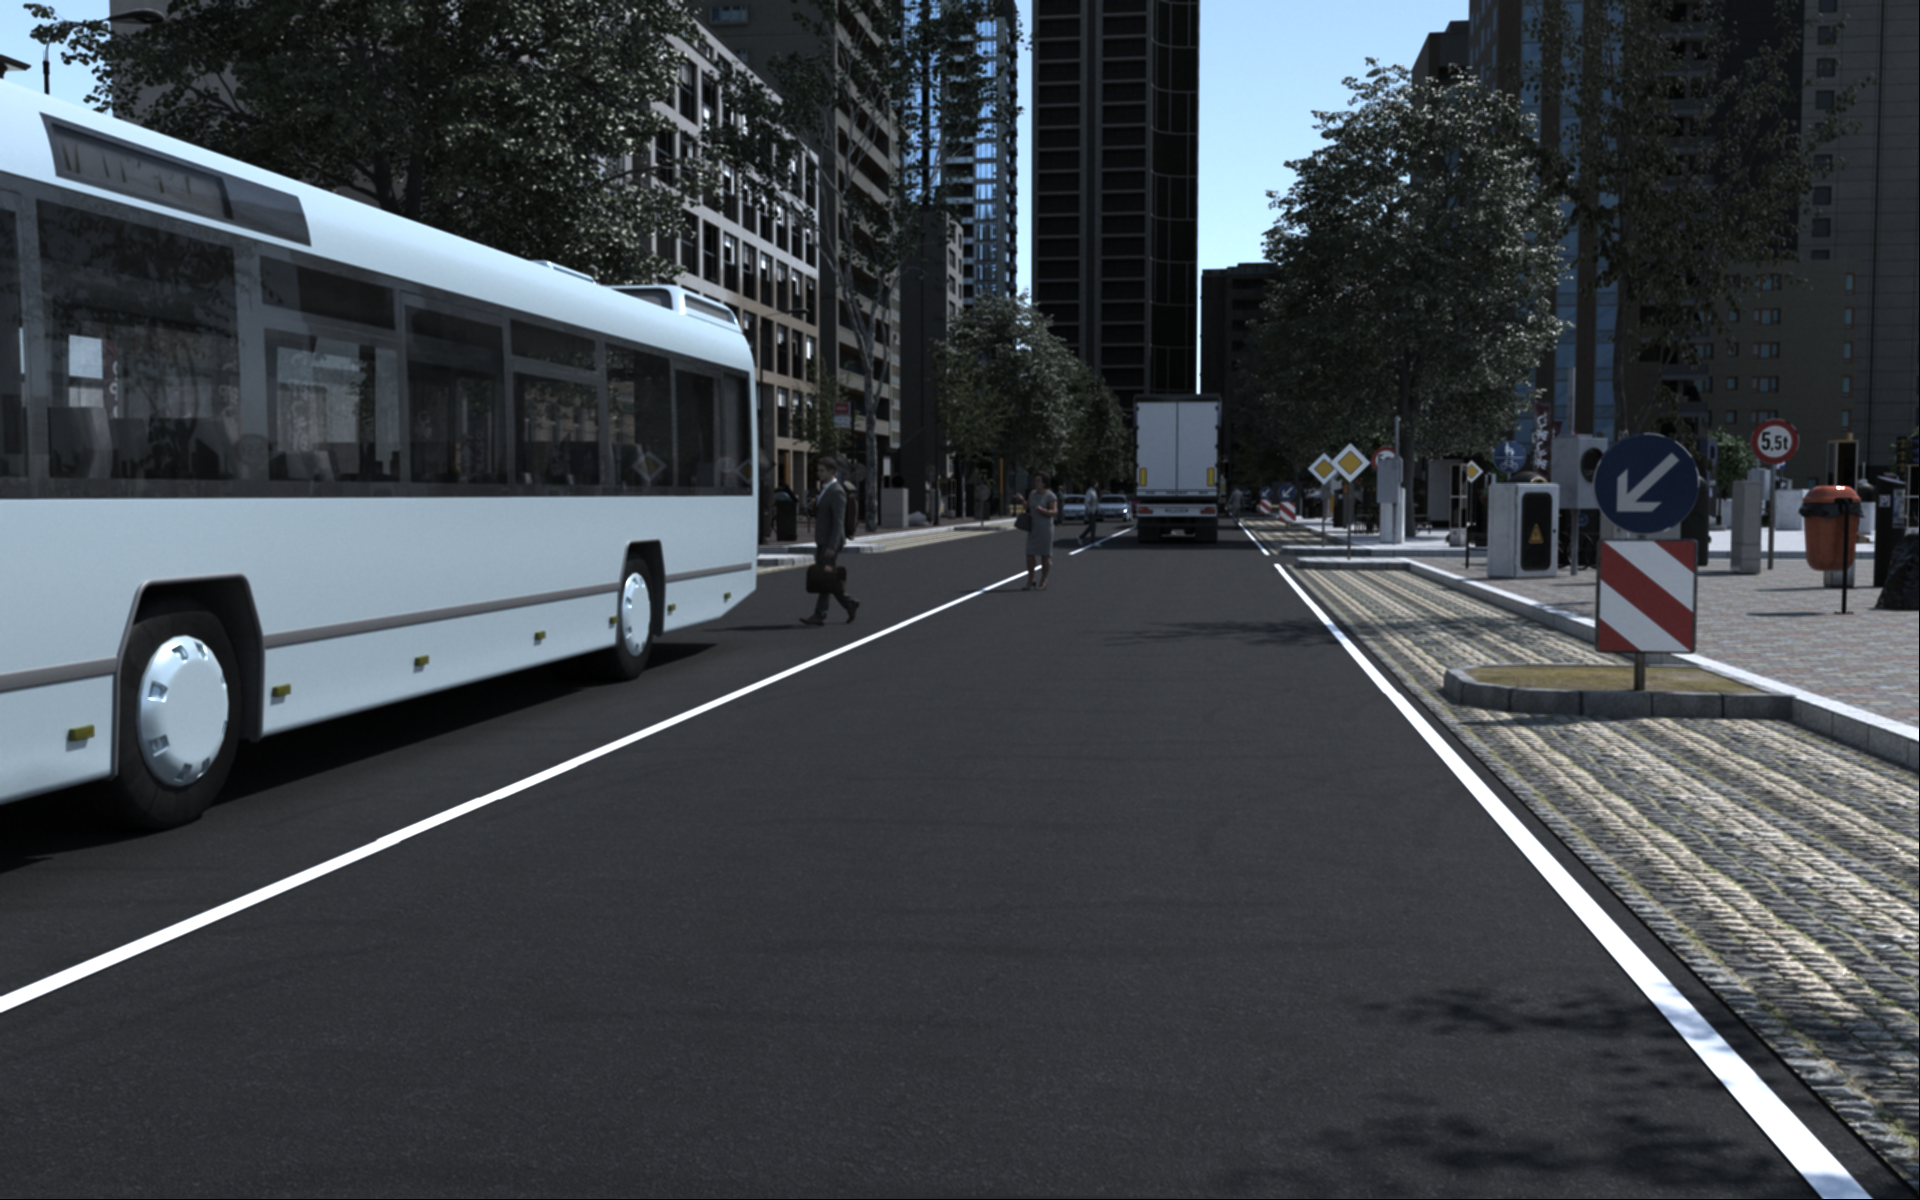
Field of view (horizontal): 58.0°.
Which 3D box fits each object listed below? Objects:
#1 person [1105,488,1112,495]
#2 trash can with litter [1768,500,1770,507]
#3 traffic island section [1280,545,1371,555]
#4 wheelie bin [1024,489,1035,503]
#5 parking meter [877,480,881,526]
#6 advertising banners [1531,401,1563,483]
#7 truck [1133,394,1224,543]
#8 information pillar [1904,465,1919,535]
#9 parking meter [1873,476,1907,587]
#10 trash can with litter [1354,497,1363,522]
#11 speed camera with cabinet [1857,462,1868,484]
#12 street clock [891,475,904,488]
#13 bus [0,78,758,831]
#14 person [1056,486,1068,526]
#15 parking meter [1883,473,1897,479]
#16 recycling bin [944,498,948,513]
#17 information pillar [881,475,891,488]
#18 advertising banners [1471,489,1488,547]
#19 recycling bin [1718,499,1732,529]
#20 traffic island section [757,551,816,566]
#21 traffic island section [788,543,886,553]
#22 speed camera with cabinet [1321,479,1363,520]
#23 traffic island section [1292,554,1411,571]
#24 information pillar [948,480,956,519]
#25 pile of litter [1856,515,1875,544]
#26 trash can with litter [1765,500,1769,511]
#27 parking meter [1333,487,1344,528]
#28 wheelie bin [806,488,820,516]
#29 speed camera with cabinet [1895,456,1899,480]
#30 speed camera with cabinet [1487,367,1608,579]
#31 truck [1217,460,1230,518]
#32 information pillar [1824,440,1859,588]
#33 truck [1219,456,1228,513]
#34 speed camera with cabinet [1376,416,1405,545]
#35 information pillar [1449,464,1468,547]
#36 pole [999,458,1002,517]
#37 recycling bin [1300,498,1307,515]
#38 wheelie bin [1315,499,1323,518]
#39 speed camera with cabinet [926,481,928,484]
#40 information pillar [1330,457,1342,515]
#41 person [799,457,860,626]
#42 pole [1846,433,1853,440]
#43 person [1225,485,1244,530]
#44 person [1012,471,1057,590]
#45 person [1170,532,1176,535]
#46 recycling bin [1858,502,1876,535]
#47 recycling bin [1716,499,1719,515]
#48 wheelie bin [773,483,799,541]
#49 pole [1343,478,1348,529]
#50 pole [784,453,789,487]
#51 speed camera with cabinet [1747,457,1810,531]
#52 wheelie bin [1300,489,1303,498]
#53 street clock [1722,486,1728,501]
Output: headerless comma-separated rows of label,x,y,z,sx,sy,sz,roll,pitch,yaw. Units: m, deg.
person,9.772,-6.495,114.471,0.659,1.850,0.755,-1,4,-12
trash can with litter,38.354,-4.296,81.625,1.055,1.170,0.624,-3,5,-44
traffic island section,8.753,-1.185,41.658,2.009,0.180,2.903,1,4,8
wheelie bin,4.717,-6.594,115.712,0.980,1.594,0.693,1,4,15
parking meter,-3.296,-3.939,70.110,0.255,1.863,0.399,-1,4,-23
advertising banners,11.716,-2.264,33.208,2.074,3.025,0.090,-2,4,-24
truck,6.865,-3.988,54.117,2.839,4.237,11.283,0,4,8
information pillar,23.805,-2.372,43.273,0.304,2.012,0.304,1,4,16
parking meter,12.881,-0.952,23.977,0.372,1.533,0.369,0,3,0
trash can with litter,18.514,-4.182,79.767,1.055,1.170,0.624,0,4,8
speed camera with cabinet,55.815,-6.961,108.156,0.660,3.252,2.038,0,4,-3
street clock,-2.407,-3.815,66.947,0.471,2.002,0.358,-1,4,-14
bus,-4.130,-0.944,10.300,2.948,3.499,13.247,0,4,8
person,4.586,-4.231,77.855,0.590,1.801,0.661,0,4,-8
parking meter,25.143,-2.517,46.869,0.255,1.863,0.399,1,4,12
recycling bin,-0.630,-6.418,117.482,0.722,1.027,0.722,1,4,21
information pillar,-2.877,-3.843,67.329,0.304,2.012,0.304,-1,4,-14
advertising banners,13.425,-2.787,41.758,2.074,3.025,0.090,0,4,6
recycling bin,28.326,-3.107,63.349,0.722,1.027,0.722,3,5,41
traffic island section,-4.168,-0.807,35.474,2.009,0.180,2.903,1,4,8
traffic island section,-3.013,-1.290,43.376,2.009,0.180,2.903,1,4,8
speed camera with cabinet,18.814,-5.554,85.145,2.038,3.252,0.660,0,4,4
traffic island section,7.599,-0.702,33.757,2.009,0.180,2.903,1,4,8
information pillar,-0.429,-5.193,89.400,0.304,2.012,0.304,-3,5,-42
pile of litter,23.270,-1.923,45.404,1.176,0.858,1.719,-2,4,-24
trash can with litter,48.762,-5.707,104.362,1.678,1.210,2.233,-1,4,-20
parking meter,14.516,-3.548,66.418,0.372,1.533,0.369,0,3,0
wheelie bin,-8.209,-5.474,97.414,0.980,1.594,0.693,3,4,37
speed camera with cabinet,48.407,-5.849,89.973,0.660,3.252,2.038,2,4,31
speed camera with cabinet,9.049,-1.975,26.622,2.038,3.252,0.660,-2,4,-30
truck,10.122,-4.931,76.540,3.469,3.379,9.791,1,4,9
information pillar,12.046,-1.174,23.681,0.304,2.012,0.304,0,4,7
truck,19.114,-8.805,132.867,2.839,4.237,11.283,0,4,7
speed camera with cabinet,11.099,-3.075,44.612,0.660,3.252,2.038,1,4,19
information pillar,12.142,-2.305,42.180,0.304,2.012,0.304,-3,5,-42
pole,2.299,-6.369,97.978,0.158,3.312,0.155,0,3,0
recycling bin,20.918,-5.603,104.163,0.722,1.027,0.722,2,4,30
wheelie bin,19.487,-5.258,93.872,0.980,1.594,0.693,-1,4,-11
speed camera with cabinet,-2.844,-6.299,97.324,2.038,3.252,0.660,2,4,24
information pillar,14.673,-4.655,67.458,0.504,3.616,0.183,-1,4,-19
person,-1.390,-0.636,18.870,0.822,1.834,0.622,-2,4,-31
pole,29.572,-3.903,57.664,0.158,3.312,0.155,0,3,0
person,11.077,-3.732,69.645,0.709,1.813,0.853,-2,4,-27
person,1.077,-1.038,25.837,0.716,1.782,0.532,3,4,38
person,7.330,-3.218,61.096,0.573,1.828,0.580,2,4,29
recycling bin,28.412,-2.574,54.641,0.722,1.027,0.722,3,4,38
recycling bin,41.833,-5.027,94.739,0.722,1.027,0.722,3,5,44
wheelie bin,-4.764,-2.413,47.353,0.693,1.594,0.980,0,4,-8
pole,14.296,-4.302,64.183,0.158,3.312,0.155,0,3,0
pole,-8.551,-5.598,85.369,0.158,3.312,0.155,0,3,0
speed camera with cabinet,29.124,-4.115,61.621,0.660,3.252,2.038,-3,4,-36
wheelie bin,22.046,-6.235,109.858,0.980,1.594,0.693,1,4,21
street clock,37.721,-4.945,85.414,0.358,2.002,0.471,2,4,29
